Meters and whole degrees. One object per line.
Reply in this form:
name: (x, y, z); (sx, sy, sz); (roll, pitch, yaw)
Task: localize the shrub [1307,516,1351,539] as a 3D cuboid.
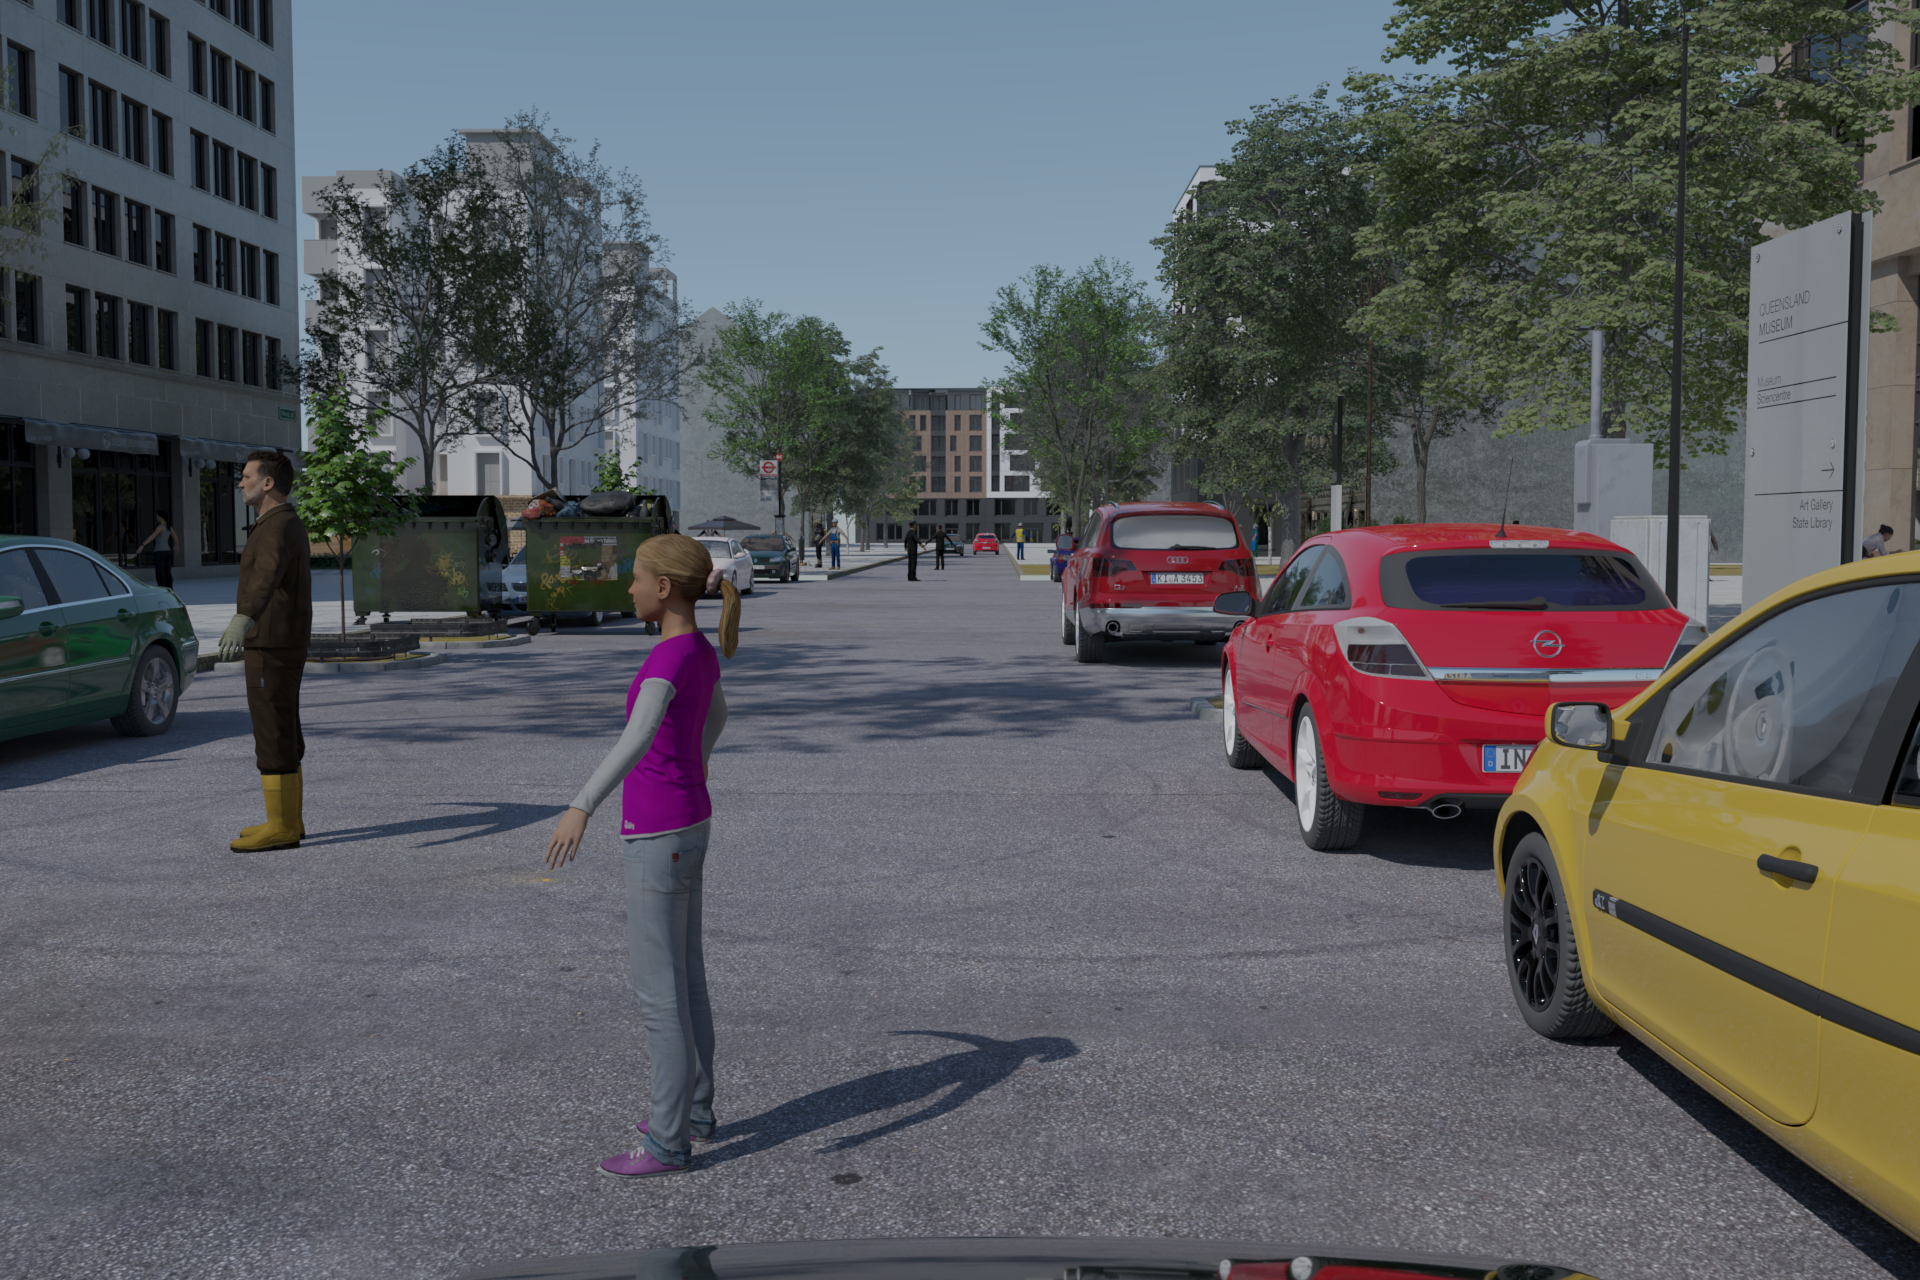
shrub: (13.812, -3.696, 64.466); (1.661, 2.075, 1.752); (0, 3, 0)

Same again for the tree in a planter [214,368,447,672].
tree in a planter: (-6.751, -1.324, 18.862); (1.991, 3.239, 1.994); (0, 4, 1)

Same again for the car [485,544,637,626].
car: (-6.442, -1.006, 28.458); (2.014, 1.417, 4.499); (0, 4, 1)

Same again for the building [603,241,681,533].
building: (-25.669, -15.702, 113.148); (16.016, 20.090, 11.380); (0, 4, 2)

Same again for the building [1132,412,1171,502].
building: (27.985, -21.410, 180.978); (19.493, 23.208, 18.063); (0, 4, 2)

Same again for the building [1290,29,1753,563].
building: (27.347, -15.502, 84.383); (19.493, 23.208, 18.063); (0, 4, 1)

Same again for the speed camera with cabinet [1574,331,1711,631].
speed camera with cabinet: (6.384, -1.342, 16.276); (0.660, 3.252, 2.038); (0, 4, 1)

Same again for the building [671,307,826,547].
building: (-23.821, -21.158, 176.855); (19.493, 23.208, 18.063); (0, 4, 0)

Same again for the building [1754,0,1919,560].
building: (28.498, -15.562, 20.664); (22.709, 31.103, 35.509); (0, 4, 1)

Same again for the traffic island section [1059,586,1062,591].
traffic island section: (3.523, -1.303, 44.177); (1.991, 0.108, 1.994); (0, 4, 1)

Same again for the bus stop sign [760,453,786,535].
bus stop sign: (-6.171, -4.190, 57.210); (0.855, 3.939, 0.416); (0, 4, 3)

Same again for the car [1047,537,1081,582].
car: (3.641, -2.448, 52.600); (1.945, 1.354, 3.894); (0, 4, 1)

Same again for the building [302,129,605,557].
building: (-24.827, -13.818, 82.349); (16.016, 20.090, 11.380); (0, 4, 2)

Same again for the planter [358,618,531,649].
planter: (-6.690, -0.083, 22.498); (1.991, 0.319, 1.994); (0, 4, 1)

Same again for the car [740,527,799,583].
car: (-5.825, -2.563, 51.697); (2.009, 1.686, 4.222); (0, 4, 1)

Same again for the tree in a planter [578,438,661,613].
tree in a planter: (-6.469, -2.155, 32.451); (1.991, 3.239, 1.994); (0, 4, 1)

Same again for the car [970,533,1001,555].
car: (1.786, -6.756, 119.501); (2.155, 1.783, 4.494); (0, 4, 0)

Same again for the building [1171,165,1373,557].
building: (27.438, -16.417, 112.400); (27.936, 21.610, 32.646); (0, 4, 1)

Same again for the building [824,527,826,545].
building: (-20.391, -16.190, 206.861); (9.099, 9.664, 28.070); (0, 4, 2)

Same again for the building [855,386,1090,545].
building: (2.171, -24.724, 250.664); (32.646, 21.610, 27.936); (0, 4, 3)

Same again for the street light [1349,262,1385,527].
street light: (7.037, -3.486, 29.783); (0.468, 5.910, 1.993); (0, 4, 2)

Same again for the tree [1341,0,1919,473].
tree: (8.798, -6.419, 23.084); (7.486, 12.596, 7.792); (0, 3, 0)

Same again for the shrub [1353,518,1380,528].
shrub: (16.893, -4.080, 71.133); (1.690, 2.028, 1.600); (0, 3, 0)

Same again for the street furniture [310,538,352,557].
street furniture: (-24.636, -3.932, 71.149); (11.010, 1.723, 9.812); (2, 4, 25)

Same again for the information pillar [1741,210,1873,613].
information pillar: (6.542, -1.355, 13.466); (0.184, 3.620, 1.656); (0, 4, 1)

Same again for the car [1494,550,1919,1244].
car: (2.473, 0.394, 3.776); (2.015, 1.641, 3.980); (0, 3, 0)

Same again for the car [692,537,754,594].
car: (-5.880, -1.682, 39.861); (2.083, 1.381, 4.827); (0, 4, 1)

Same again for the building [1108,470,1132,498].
building: (26.791, -22.556, 199.726); (19.493, 23.208, 18.063); (0, 4, 2)

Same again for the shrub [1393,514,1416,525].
shrub: (16.404, -3.688, 64.345); (1.661, 2.075, 1.752); (0, 3, 0)

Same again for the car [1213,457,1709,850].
car: (2.495, -0.016, 9.309); (2.155, 1.783, 4.494); (0, 4, 2)

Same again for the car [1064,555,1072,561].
car: (3.084, -1.469, 34.247); (2.015, 1.641, 3.980); (0, 4, 1)

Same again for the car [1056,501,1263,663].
car: (2.317, -0.742, 20.802); (2.281, 1.827, 5.304); (0, 4, 1)

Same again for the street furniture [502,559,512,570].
street furniture: (-12.239, -2.522, 56.853); (5.734, 0.657, 10.072); (2, 4, 25)

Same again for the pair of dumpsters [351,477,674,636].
pair of dumpsters: (-6.397, -1.215, 24.818); (4.436, 2.255, 1.574); (0, 4, 2)

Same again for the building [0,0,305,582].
building: (-31.621, -14.582, 40.583); (24.374, 26.755, 37.873); (0, 4, 2)

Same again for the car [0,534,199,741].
car: (-6.632, 0.051, 10.972); (2.131, 1.459, 4.920); (0, 4, 1)

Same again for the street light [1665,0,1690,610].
street light: (6.519, -2.560, 14.395); (1.470, 5.913, 1.316); (0, 4, 2)

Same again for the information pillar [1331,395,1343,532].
information pillar: (6.409, -2.332, 29.486); (0.183, 3.616, 0.504); (0, 4, 1)

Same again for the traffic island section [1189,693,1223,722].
traffic island section: (2.863, 0.554, 13.813); (1.991, 0.108, 1.994); (0, 4, 2)

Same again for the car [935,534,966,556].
car: (-0.612, -6.323, 113.170); (2.009, 1.686, 4.222); (0, 4, 1)

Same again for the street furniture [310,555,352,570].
street furniture: (-23.756, -2.923, 63.420); (10.072, 0.657, 5.734); (0, 4, 3)
